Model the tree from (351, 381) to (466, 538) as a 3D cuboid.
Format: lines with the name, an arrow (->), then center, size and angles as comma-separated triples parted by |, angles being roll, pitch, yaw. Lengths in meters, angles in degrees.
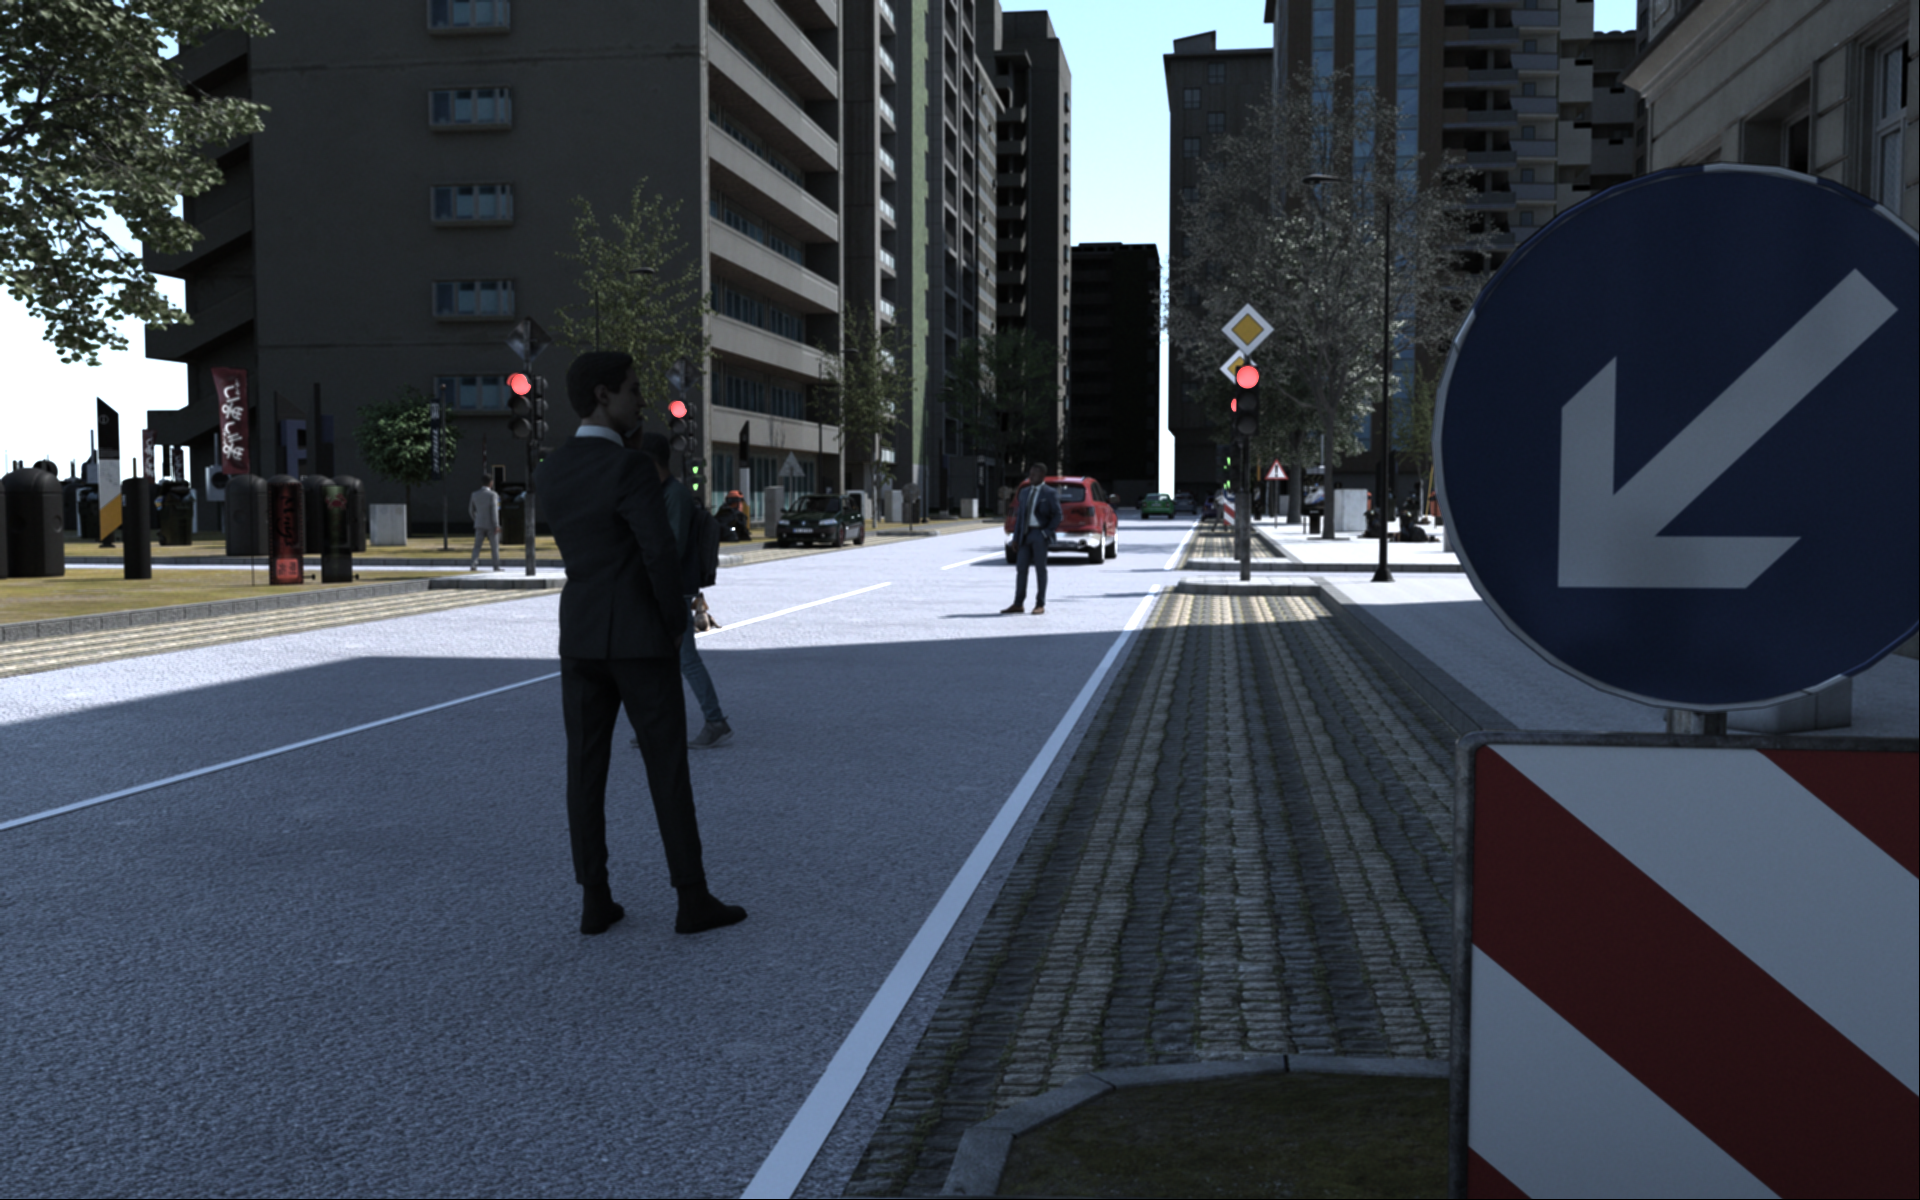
tree -> -16.096, -4.099, 50.741 | 4.285, 4.588, 4.351 | 0, 3, 0

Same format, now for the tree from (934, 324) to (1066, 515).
tree -> 2.405, -10.939, 104.607 | 9.928, 11.665, 9.643 | 0, 3, 0

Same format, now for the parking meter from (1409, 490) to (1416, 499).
parking meter -> 27.836, -6.005, 106.592 | 0.372, 1.533, 0.369 | 0, 3, 0

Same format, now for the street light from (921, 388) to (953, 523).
street light -> -1.022, -6.324, 75.938 | 1.470, 5.913, 1.316 | 1, 4, 8

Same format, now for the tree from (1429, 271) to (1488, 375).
tree -> 17.362, -6.503, 56.678 | 4.360, 8.622, 3.978 | 0, 3, 0

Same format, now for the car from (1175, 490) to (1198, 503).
car -> 22.591, -10.056, 173.082 | 2.281, 1.827, 5.304 | 1, 4, 10

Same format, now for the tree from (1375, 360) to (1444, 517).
tree -> 25.073, -8.813, 94.453 | 4.737, 8.622, 4.395 | 0, 3, 0

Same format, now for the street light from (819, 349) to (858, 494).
street light -> -3.961, -5.088, 55.726 | 1.470, 5.913, 1.316 | 1, 4, 8

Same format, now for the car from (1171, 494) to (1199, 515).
car -> 15.647, -6.662, 120.931 | 2.014, 1.417, 4.499 | 1, 4, 9

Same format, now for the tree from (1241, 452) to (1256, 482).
tree -> 29.128, -14.082, 180.604 | 4.360, 8.622, 3.978 | 0, 3, 0

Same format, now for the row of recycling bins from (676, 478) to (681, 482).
row of recycling bins -> -8.314, -2.280, 44.391 | 3.534, 1.692, 1.069 | 2, 4, 31

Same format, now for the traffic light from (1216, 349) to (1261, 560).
traffic light -> 5.368, -2.723, 33.443 | 0.839, 4.253, 0.868 | 1, 4, 8

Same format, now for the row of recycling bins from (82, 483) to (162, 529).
row of recycling bins -> -30.653, -3.412, 62.907 | 1.069, 1.692, 3.534 | 3, 5, 44

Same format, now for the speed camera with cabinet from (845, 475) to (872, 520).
speed camera with cabinet -> -4.588, -5.374, 82.203 | 2.038, 3.252, 0.660 | -2, 4, -29

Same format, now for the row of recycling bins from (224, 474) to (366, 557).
row of recycling bins -> -14.109, -1.830, 37.033 | 1.069, 1.692, 3.534 | 2, 4, 25

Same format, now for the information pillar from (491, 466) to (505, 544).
information pillar -> -11.926, -2.463, 44.769 | 0.304, 2.012, 0.304 | -1, 4, -22

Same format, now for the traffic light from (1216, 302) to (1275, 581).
traffic light -> 4.207, -2.240, 25.543 | 0.839, 4.253, 0.868 | 1, 4, 8

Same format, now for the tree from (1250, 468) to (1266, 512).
tree -> 20.757, -7.862, 123.143 | 1.663, 3.219, 1.824 | 0, 3, 0

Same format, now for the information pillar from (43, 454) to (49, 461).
information pillar -> -53.112, -6.704, 100.965 | 0.183, 3.616, 0.504 | -2, 4, -25

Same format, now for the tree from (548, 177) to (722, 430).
tree -> -7.872, -5.553, 41.149 | 4.737, 8.622, 4.395 | 0, 3, 0

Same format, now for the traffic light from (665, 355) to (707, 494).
traffic light -> -5.579, -2.820, 35.030 | 0.839, 4.253, 0.868 | 1, 4, 8

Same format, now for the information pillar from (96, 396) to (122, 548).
information pillar -> -20.354, -3.062, 41.411 | 0.504, 3.616, 0.183 | -2, 4, -34

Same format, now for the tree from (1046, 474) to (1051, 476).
tree -> 7.246, -9.151, 144.215 | 1.663, 3.219, 1.824 | 0, 3, 0

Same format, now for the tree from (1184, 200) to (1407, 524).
tree -> 14.517, -10.315, 75.306 | 9.857, 13.997, 8.962 | 0, 3, 0

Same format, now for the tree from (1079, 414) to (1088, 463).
tree -> 9.975, -12.766, 159.078 | 4.360, 8.622, 3.978 | 0, 3, 0

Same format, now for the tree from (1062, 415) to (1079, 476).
tree -> 5.999, -10.767, 126.405 | 4.360, 8.622, 3.978 | 0, 3, 0

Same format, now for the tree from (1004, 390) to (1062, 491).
tree -> 4.861, -10.423, 120.784 | 4.360, 8.622, 3.978 | 0, 3, 0

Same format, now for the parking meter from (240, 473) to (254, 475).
parking meter -> -18.681, -2.434, 45.513 | 0.255, 1.863, 0.399 | 1, 4, 12

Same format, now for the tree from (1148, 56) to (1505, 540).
tree -> 10.370, -8.451, 48.550 | 12.009, 13.543, 11.850 | 0, 3, 0

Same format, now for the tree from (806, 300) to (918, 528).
tree -> -3.379, -6.997, 64.756 | 4.737, 8.622, 4.395 | 0, 3, 0

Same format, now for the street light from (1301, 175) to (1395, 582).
street light -> 5.670, -3.228, 25.316 | 1.470, 5.913, 1.316 | 1, 4, 8

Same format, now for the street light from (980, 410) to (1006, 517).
street light -> 1.827, -7.559, 96.136 | 1.470, 5.913, 1.316 | 1, 4, 8

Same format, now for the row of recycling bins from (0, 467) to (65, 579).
row of recycling bins -> -15.102, -1.139, 25.730 | 1.069, 1.692, 3.534 | 2, 4, 33

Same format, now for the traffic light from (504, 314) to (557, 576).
traffic light -> -6.739, -2.337, 27.129 | 0.839, 4.253, 0.868 | 1, 4, 8

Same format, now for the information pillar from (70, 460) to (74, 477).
information pillar -> -61.078, -7.822, 119.236 | 0.183, 3.616, 0.504 | -1, 4, -8

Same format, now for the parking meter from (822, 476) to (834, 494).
parking meter -> -4.407, -3.176, 57.646 | 0.399, 1.863, 0.255 | -2, 4, -31

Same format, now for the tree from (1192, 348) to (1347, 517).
tree -> 17.178, -9.838, 95.260 | 8.767, 10.594, 7.601 | 0, 4, -1

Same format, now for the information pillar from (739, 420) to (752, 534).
information pillar -> -6.853, -3.903, 55.165 | 0.183, 3.616, 0.504 | -3, 4, -37

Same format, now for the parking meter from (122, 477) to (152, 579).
parking meter -> -12.426, -1.084, 26.136 | 0.372, 1.533, 0.369 | 0, 3, 0

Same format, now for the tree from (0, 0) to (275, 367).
tree -> -10.180, -6.008, 16.356 | 7.486, 12.596, 7.792 | 0, 3, 0

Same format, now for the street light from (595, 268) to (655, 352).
street light -> -6.961, -3.870, 35.810 | 1.470, 5.913, 1.316 | 1, 4, 8

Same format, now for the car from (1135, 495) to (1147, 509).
car -> 17.816, -9.393, 166.161 | 1.945, 1.354, 3.894 | 1, 4, 9

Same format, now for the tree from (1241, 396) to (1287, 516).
tree -> 18.083, -9.295, 102.331 | 4.737, 8.622, 4.395 | 0, 3, 0
